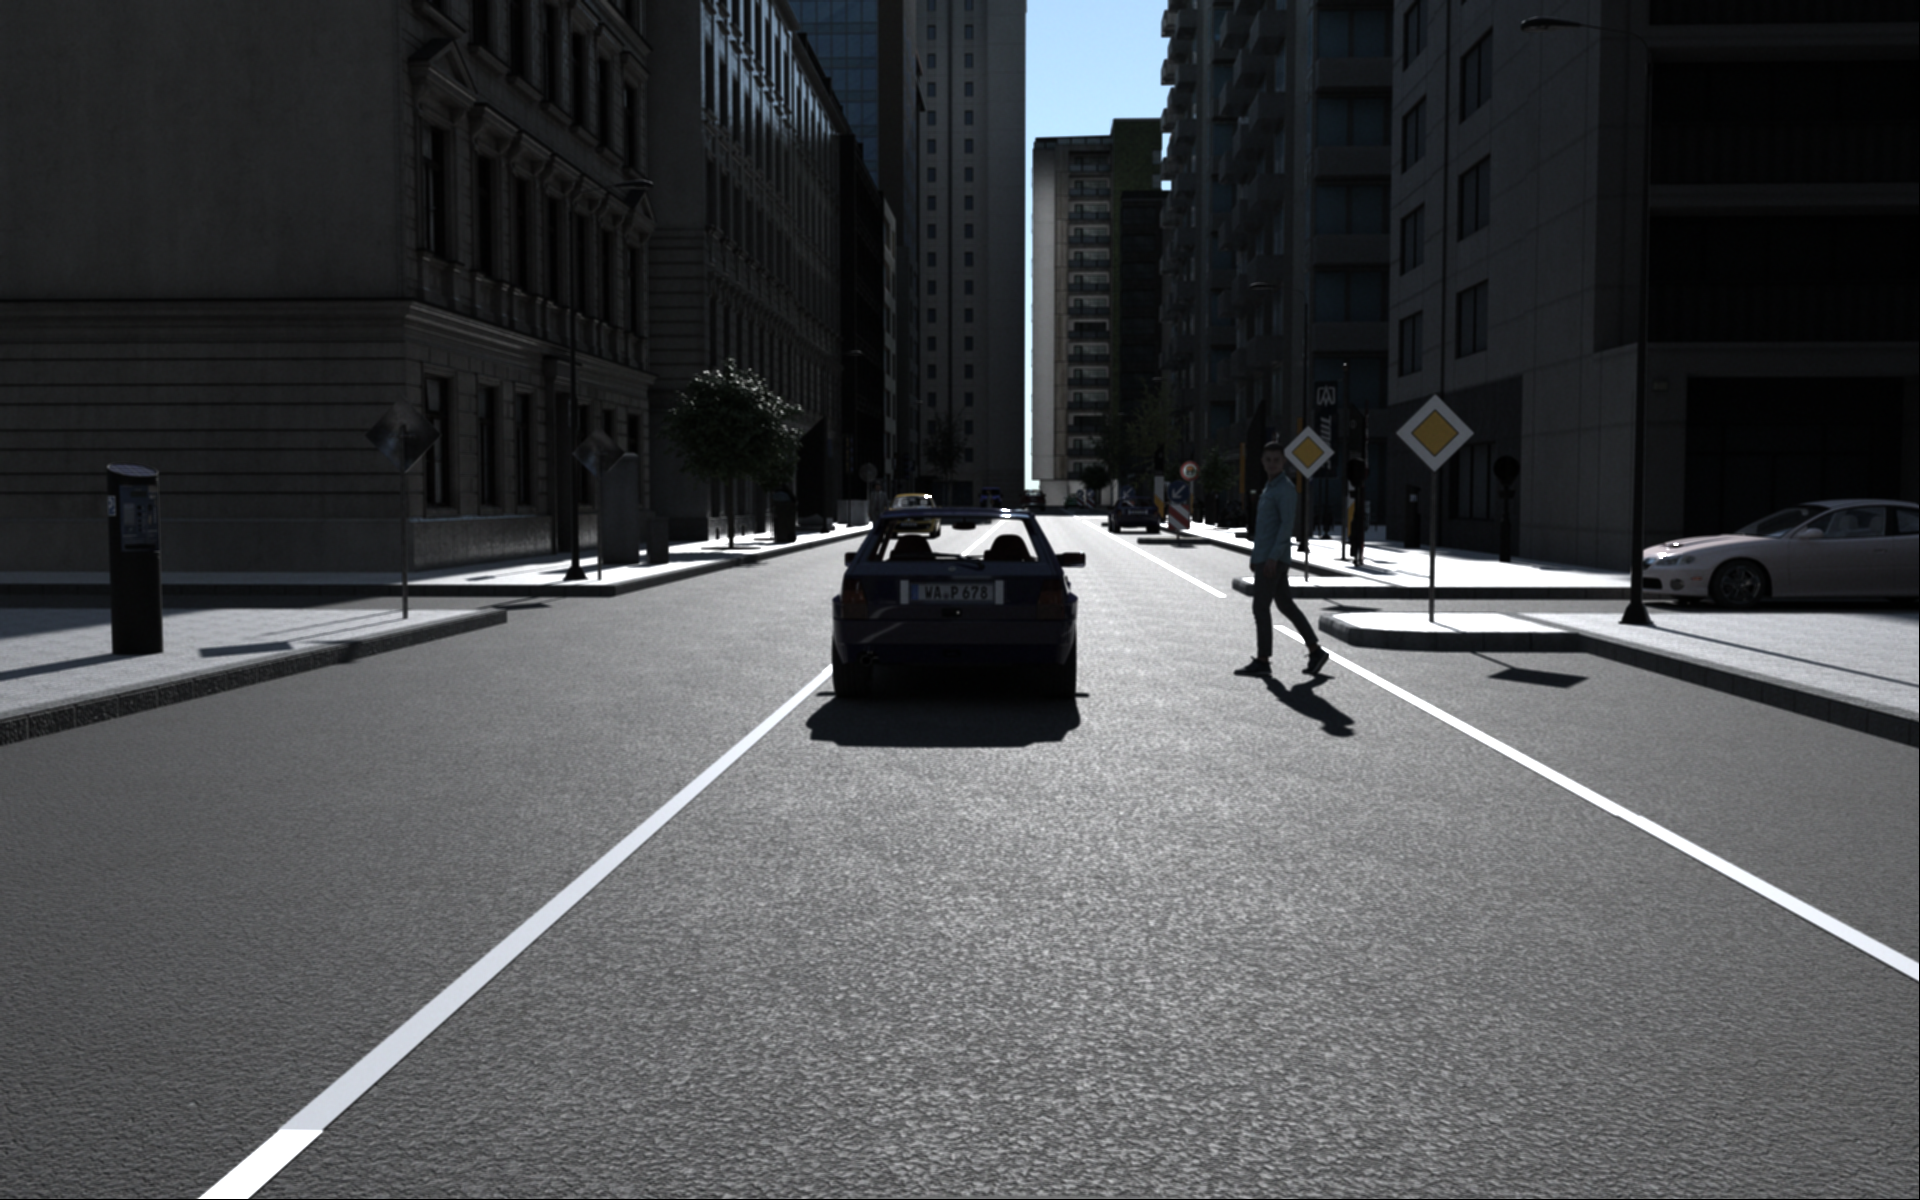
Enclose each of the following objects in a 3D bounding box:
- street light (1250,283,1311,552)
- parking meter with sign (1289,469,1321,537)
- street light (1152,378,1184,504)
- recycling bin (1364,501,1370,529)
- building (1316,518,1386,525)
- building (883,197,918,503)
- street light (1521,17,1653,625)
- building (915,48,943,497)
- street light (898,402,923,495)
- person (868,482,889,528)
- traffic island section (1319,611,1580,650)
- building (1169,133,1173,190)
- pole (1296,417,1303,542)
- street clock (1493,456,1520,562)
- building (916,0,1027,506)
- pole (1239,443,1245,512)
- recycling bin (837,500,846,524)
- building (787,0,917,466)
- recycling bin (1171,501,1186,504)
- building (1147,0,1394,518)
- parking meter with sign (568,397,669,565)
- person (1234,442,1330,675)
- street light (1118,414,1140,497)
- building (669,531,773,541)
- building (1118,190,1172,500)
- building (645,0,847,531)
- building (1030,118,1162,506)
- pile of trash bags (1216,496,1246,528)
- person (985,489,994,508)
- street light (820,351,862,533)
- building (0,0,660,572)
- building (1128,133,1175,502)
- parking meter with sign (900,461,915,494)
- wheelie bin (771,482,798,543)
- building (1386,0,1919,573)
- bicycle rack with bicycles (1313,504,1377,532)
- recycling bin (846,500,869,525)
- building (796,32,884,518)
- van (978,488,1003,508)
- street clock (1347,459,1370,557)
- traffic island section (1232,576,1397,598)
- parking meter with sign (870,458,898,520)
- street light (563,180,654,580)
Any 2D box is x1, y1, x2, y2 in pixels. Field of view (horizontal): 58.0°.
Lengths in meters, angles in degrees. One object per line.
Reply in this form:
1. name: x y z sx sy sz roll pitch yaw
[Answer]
1. street light: 7.081 -4.022 38.306 1.470 5.913 1.316 0 4 2
2. parking meter with sign: 10.271 -3.411 52.037 0.543 3.016 1.738 -2 4 -29
3. street light: 8.394 -5.929 69.479 1.470 5.913 1.316 0 4 2
4. recycling bin: 14.691 -3.132 63.763 0.722 1.027 0.722 1 4 19
5. building: 24.316 -28.282 82.016 23.786 49.044 30.456 0 4 2
6. building: -17.601 -16.574 116.032 27.650 21.520 28.899 0 4 2
7. street light: 6.163 -2.721 17.026 1.470 5.913 1.316 0 4 2
8. building: -16.457 -31.156 164.020 28.867 44.769 22.147 0 4 2
9. street light: -2.541 -7.008 87.118 1.470 5.913 1.316 0 4 2
10. person: -2.403 -2.595 51.196 0.678 1.792 0.850 0 4 6
11. traffic island section: 4.749 0.300 17.384 2.009 0.180 2.903 0 4 2
12. building: 36.551 -33.097 195.756 28.867 44.769 22.147 0 4 2
13. pole: 9.067 -3.198 46.132 0.158 3.312 0.155 0 3 0
14. street clock: 10.311 -1.721 32.705 0.471 2.002 0.358 1 4 22
15. building: -6.643 -39.995 195.915 28.212 58.520 21.231 0 4 2
16. pole: 11.173 -4.572 68.593 0.158 3.312 0.155 0 3 0
17. recycling bin: -4.823 -3.817 74.959 0.722 1.027 0.722 3 5 44
18. building: -10.807 -29.751 136.545 14.600 45.320 14.200 0 4 2
19. recycling bin: 12.465 -5.297 99.167 0.722 1.027 0.722 -2 4 -31
20. building: 25.575 -30.597 119.870 23.786 49.044 30.456 0 4 2
21. parking meter with sign: -6.240 -2.168 31.713 1.738 3.016 0.543 -1 4 -22
22. person: 2.550 -0.325 13.674 0.748 1.841 0.638 1 4 11
23. street light: 9.798 -7.804 100.134 1.470 5.913 1.316 0 4 2
24. building: -11.163 -12.634 55.712 9.793 20.994 18.267 0 4 2
25. building: 22.219 -24.166 166.810 14.160 30.474 14.107 0 4 2
26. building: -10.656 -13.752 74.003 9.793 20.994 18.267 0 4 2
27. building: 14.889 -31.093 191.962 14.086 41.232 14.154 0 4 2
28. pile of trash bags: 11.242 -3.484 66.720 1.912 1.369 3.447 2 4 30
29. person: 1.433 -4.655 85.608 0.522 1.701 0.512 0 4 6
30. street light: -3.877 -5.133 56.459 1.470 5.913 1.316 0 4 2
31. building: -13.250 -10.544 37.025 10.561 19.102 19.286 0 4 2
32. building: 30.796 -27.843 147.116 32.217 40.220 23.993 0 4 2
33. parking meter with sign: -3.201 -5.713 89.668 1.738 3.016 0.543 -2 4 -35
34. wheelie bin: -4.676 -2.331 46.020 0.693 1.594 0.980 -1 4 -14
35. building: 21.647 -36.541 35.697 20.611 71.187 20.563 0 4 2
36. bicycle rack with bicycles: 13.119 -2.833 59.696 2.852 0.926 2.925 2 4 26
37. recycling bin: -4.145 -3.588 71.210 0.722 1.027 0.722 1 4 10
38. building: -10.861 -16.030 91.771 12.332 23.373 15.834 0 4 2
39. van: 2.854 -9.465 159.131 2.240 2.365 5.245 0 4 2
40. street clock: 8.130 -1.892 35.509 0.471 2.002 0.358 3 5 41
41. traffic island section: 5.090 -0.188 25.362 2.009 0.180 2.903 0 4 2
42. parking meter with sign: -4.007 -5.378 84.199 1.738 3.016 0.543 1 4 9
43. street light: -5.232 -3.258 25.802 1.470 5.913 1.316 0 4 2
